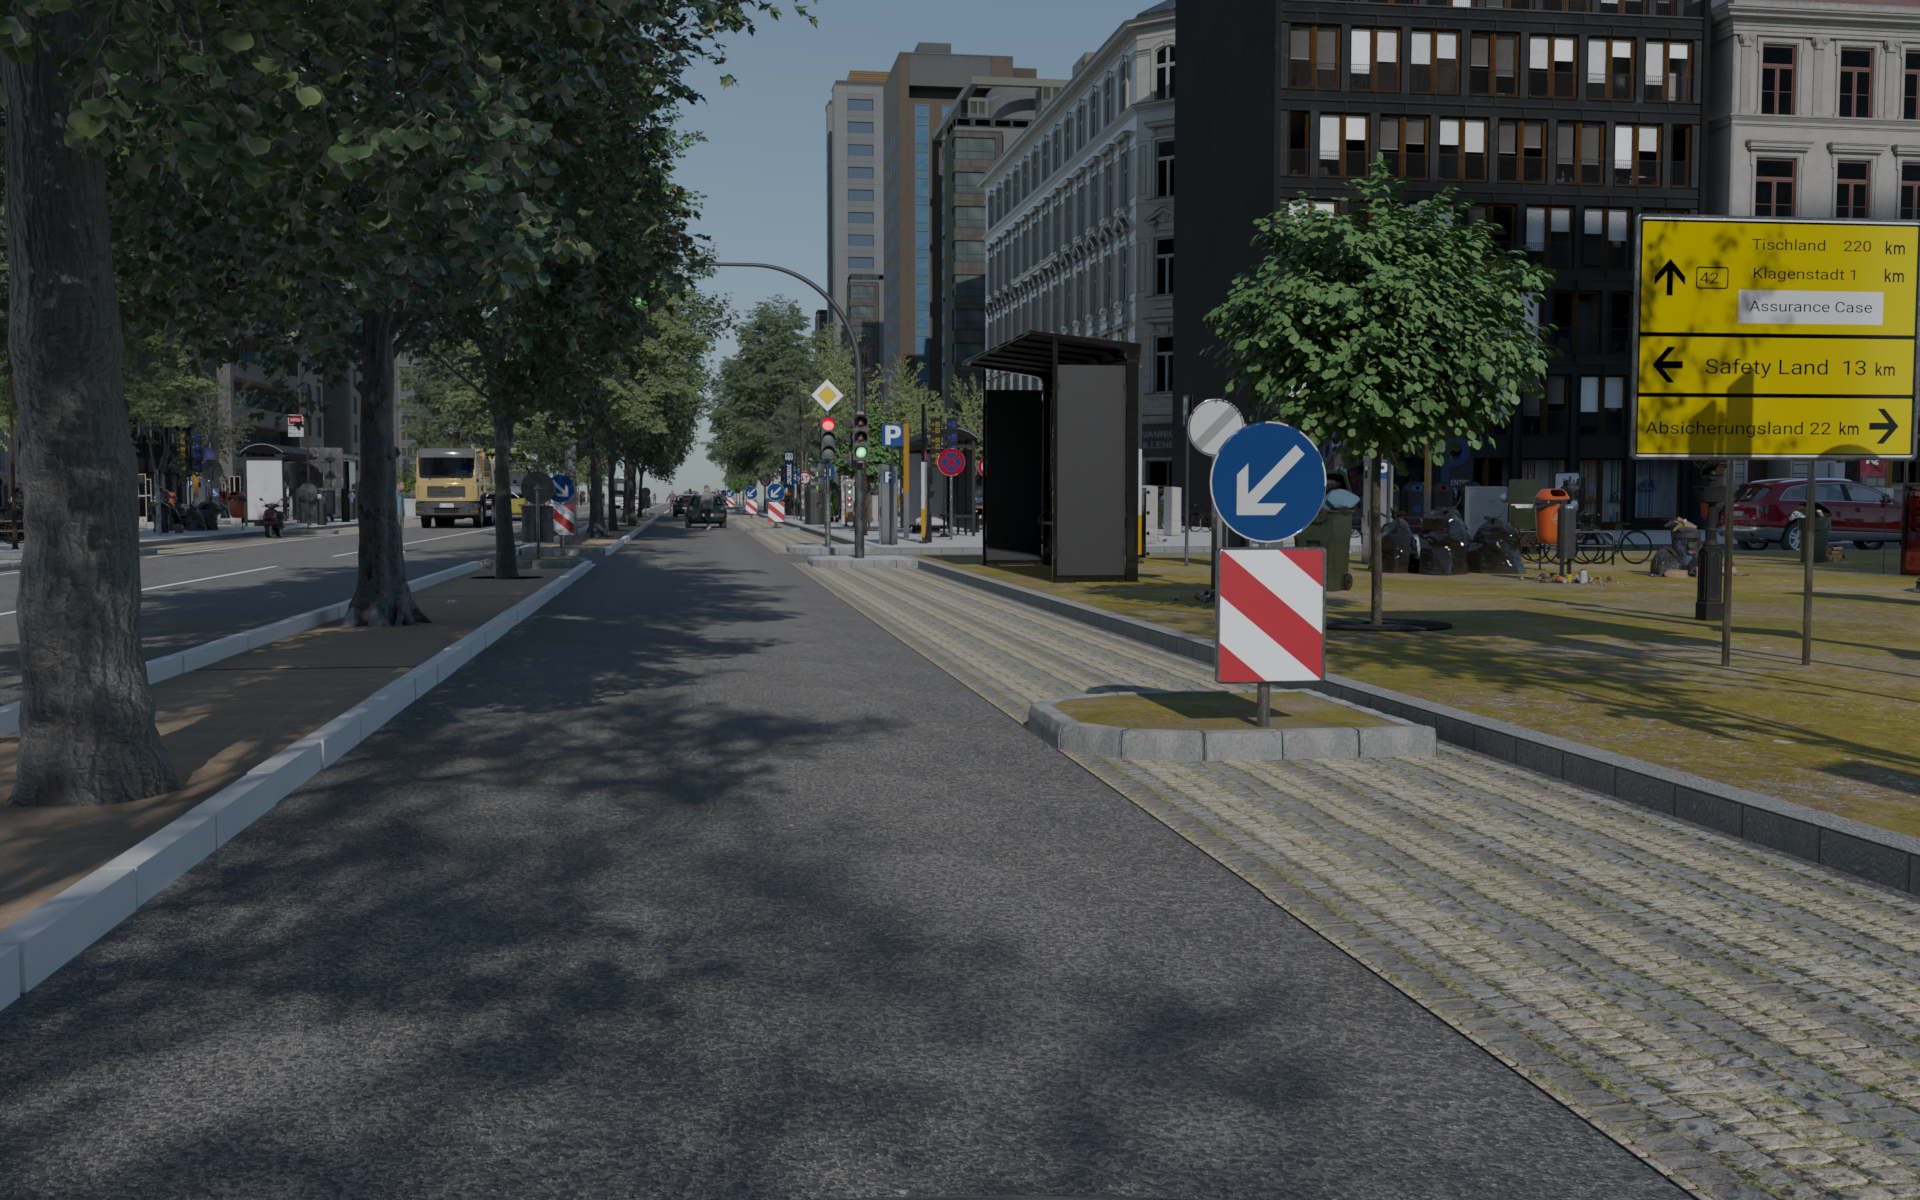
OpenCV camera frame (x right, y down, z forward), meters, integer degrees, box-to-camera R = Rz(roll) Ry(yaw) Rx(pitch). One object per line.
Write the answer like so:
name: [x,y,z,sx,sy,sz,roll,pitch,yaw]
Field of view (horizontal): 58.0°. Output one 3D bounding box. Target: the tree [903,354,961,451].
tree: [-2.596,-8.558,90.279,4.737,8.622,4.395,0,3,0]

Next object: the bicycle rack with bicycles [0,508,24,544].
bicycle rack with bicycles: [-24.849,-1.910,44.605,2.925,0.926,2.852,-1,4,-14]

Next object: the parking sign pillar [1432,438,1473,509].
parking sign pillar: [16.653,-4.285,58.524,1.447,3.967,1.447,-1,4,-13]

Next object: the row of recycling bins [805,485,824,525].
row of recycling bins: [-6.116,-4.084,73.887,1.069,1.692,3.534,0,4,-5]

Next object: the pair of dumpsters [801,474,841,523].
pair of dumpsters: [-6.345,-4.704,79.397,1.574,2.255,4.437,-1,4,-9]

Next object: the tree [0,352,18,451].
tree: [-35.545,-6.837,62.153,4.737,8.622,4.395,0,3,0]

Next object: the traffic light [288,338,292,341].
traffic light: [-17.772,-4.009,40.208,4.771,5.953,1.251,-1,4,-9]

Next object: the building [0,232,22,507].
building: [-49.707,-17.929,79.036,13.634,28.700,20.117,-1,4,-9]

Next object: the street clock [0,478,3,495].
street clock: [-39.316,-4.044,70.688,0.471,2.002,0.358,-2,4,-26]

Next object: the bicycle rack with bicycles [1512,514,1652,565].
bicycle rack with bicycles: [11.257,-1.143,32.067,2.925,0.926,2.852,1,4,16]

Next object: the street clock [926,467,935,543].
street clock: [-0.832,-2.512,45.646,0.358,2.002,0.471,0,4,-1]

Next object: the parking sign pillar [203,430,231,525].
parking sign pillar: [-31.200,-5.124,72.244,1.447,3.967,1.447,-2,4,-30]

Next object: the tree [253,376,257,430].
tree: [-36.890,-8.288,85.870,4.360,8.622,3.978,0,3,0]

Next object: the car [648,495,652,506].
car: [-38.713,-12.256,212.386,2.014,1.417,4.499,-1,4,-10]

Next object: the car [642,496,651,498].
car: [-36.828,-11.695,200.259,2.155,1.783,4.494,0,4,-8]

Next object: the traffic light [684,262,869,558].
traffic light: [-4.093,-3.634,34.080,4.771,5.953,1.251,-1,4,-9]

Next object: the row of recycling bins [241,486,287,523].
row of recycling bins: [-31.752,-4.400,79.046,1.069,1.692,3.534,0,4,4]

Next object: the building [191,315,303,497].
building: [-59.435,-30.358,120.050,21.300,48.544,21.600,-1,4,-9]

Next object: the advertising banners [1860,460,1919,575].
advertising banners: [15.119,-1.897,27.209,2.074,3.025,0.090,3,5,43]

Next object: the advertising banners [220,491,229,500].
advertising banners: [-40.228,-6.006,94.385,0.090,3.025,2.074,3,5,41]

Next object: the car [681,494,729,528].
car: [-10.885,-3.931,74.063,2.009,1.686,4.222,-1,4,-10]

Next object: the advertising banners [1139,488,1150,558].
advertising banners: [3.058,-2.315,34.039,0.090,3.025,2.074,3,5,45]

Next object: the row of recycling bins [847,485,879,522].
row of recycling bins: [-4.232,-4.513,80.898,1.069,1.692,3.534,2,4,28]

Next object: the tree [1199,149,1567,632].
tree: [4.032,-2.021,16.765,4.285,4.588,4.351,0,3,0]

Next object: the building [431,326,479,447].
building: [-81.913,-39.965,242.664,28.713,52.752,27.495,-1,4,-9]

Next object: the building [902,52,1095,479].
building: [11.377,-28.432,156.744,32.217,40.220,23.993,-1,4,-9]

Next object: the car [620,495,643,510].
car: [-29.211,-8.681,154.290,2.083,1.381,4.827,0,4,-7]

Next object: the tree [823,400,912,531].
tree: [-3.094,-4.690,60.397,4.285,4.588,4.351,0,3,0]

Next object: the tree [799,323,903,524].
tree: [-4.960,-7.567,74.079,4.737,8.622,4.395,0,3,0]

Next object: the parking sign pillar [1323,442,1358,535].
parking sign pillar: [11.780,-4.031,54.378,1.447,3.967,1.447,0,4,-3]

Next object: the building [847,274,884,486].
building: [-8.067,-27.933,228.398,14.160,30.474,14.107,-1,4,-9]

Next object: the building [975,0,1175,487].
building: [12.811,-19.705,98.591,17.030,29.872,44.131,-1,4,-9]

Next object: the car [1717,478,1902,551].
car: [21.246,-2.051,42.208,5.304,1.827,2.281,-1,4,-9]

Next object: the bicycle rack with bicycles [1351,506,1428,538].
bicycle rack with bicycles: [12.260,-2.294,50.882,2.925,0.926,2.852,3,5,43]

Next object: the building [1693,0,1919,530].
building: [35.944,-14.133,67.224,21.152,22.565,11.583,-1,4,-9]

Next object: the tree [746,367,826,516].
tree: [-9.280,-9.155,100.041,4.360,8.622,3.978,0,3,0]

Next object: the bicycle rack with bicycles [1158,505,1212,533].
bicycle rack with bicycles: [7.664,-2.735,58.095,2.852,0.926,2.925,-2,4,-32]

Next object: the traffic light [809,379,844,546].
traffic light: [-3.264,-3.273,42.431,0.839,4.253,0.868,-1,4,-9]

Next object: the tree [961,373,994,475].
tree: [0.554,-9.422,104.414,4.737,8.622,4.395,0,3,0]

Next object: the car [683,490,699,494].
car: [-28.291,-10.607,182.104,2.281,1.827,5.304,-1,4,-9]

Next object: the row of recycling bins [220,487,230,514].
row of recycling bins: [-41.169,-5.488,96.840,3.534,1.692,1.069,-2,4,-35]

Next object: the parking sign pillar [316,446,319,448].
parking sign pillar: [-35.905,-6.630,96.867,1.447,3.967,1.447,-2,4,-35]

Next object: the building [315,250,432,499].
building: [-79.938,-32.125,217.125,32.217,40.220,23.993,-1,4,-9]

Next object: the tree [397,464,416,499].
tree: [-31.024,-6.293,97.496,1.663,3.219,1.824,0,3,0]

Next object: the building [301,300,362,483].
building: [-66.681,-18.362,145.257,27.650,21.520,28.899,-1,4,-9]

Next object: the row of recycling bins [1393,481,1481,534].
row of recycling bins: [15.072,-2.980,55.843,3.534,1.692,1.069,0,4,1]

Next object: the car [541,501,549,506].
car: [-29.711,-6.841,120.895,2.155,1.783,4.494,-1,4,-8]

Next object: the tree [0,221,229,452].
tree: [-23.719,-7.868,46.774,7.486,12.596,7.792,0,3,0]

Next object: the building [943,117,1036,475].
building: [5.469,-22.335,136.886,14.160,30.474,14.107,-1,4,-9]

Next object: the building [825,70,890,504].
building: [-8.602,-43.246,249.075,21.231,58.520,28.212,-1,4,-9]

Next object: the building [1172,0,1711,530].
building: [17.457,-14.436,65.702,15.834,23.373,12.332,-1,4,-9]

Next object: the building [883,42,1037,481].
building: [-0.027,-32.049,174.113,14.600,45.320,14.200,-1,4,-9]

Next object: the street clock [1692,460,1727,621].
street clock: [7.603,-0.792,17.525,0.358,2.002,0.471,-1,4,-11]

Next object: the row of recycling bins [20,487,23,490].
row of recycling bins: [-41.334,-4.321,77.759,1.069,1.692,3.534,-1,4,-11]

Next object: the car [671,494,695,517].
car: [-17.196,-6.074,109.103,2.009,1.686,4.222,0,4,-8]

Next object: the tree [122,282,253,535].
tree: [-25.239,-6.341,54.037,4.360,8.622,3.978,0,3,0]

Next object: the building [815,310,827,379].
building: [-15.753,-30.534,270.924,14.160,30.474,14.107,-1,4,-9]
